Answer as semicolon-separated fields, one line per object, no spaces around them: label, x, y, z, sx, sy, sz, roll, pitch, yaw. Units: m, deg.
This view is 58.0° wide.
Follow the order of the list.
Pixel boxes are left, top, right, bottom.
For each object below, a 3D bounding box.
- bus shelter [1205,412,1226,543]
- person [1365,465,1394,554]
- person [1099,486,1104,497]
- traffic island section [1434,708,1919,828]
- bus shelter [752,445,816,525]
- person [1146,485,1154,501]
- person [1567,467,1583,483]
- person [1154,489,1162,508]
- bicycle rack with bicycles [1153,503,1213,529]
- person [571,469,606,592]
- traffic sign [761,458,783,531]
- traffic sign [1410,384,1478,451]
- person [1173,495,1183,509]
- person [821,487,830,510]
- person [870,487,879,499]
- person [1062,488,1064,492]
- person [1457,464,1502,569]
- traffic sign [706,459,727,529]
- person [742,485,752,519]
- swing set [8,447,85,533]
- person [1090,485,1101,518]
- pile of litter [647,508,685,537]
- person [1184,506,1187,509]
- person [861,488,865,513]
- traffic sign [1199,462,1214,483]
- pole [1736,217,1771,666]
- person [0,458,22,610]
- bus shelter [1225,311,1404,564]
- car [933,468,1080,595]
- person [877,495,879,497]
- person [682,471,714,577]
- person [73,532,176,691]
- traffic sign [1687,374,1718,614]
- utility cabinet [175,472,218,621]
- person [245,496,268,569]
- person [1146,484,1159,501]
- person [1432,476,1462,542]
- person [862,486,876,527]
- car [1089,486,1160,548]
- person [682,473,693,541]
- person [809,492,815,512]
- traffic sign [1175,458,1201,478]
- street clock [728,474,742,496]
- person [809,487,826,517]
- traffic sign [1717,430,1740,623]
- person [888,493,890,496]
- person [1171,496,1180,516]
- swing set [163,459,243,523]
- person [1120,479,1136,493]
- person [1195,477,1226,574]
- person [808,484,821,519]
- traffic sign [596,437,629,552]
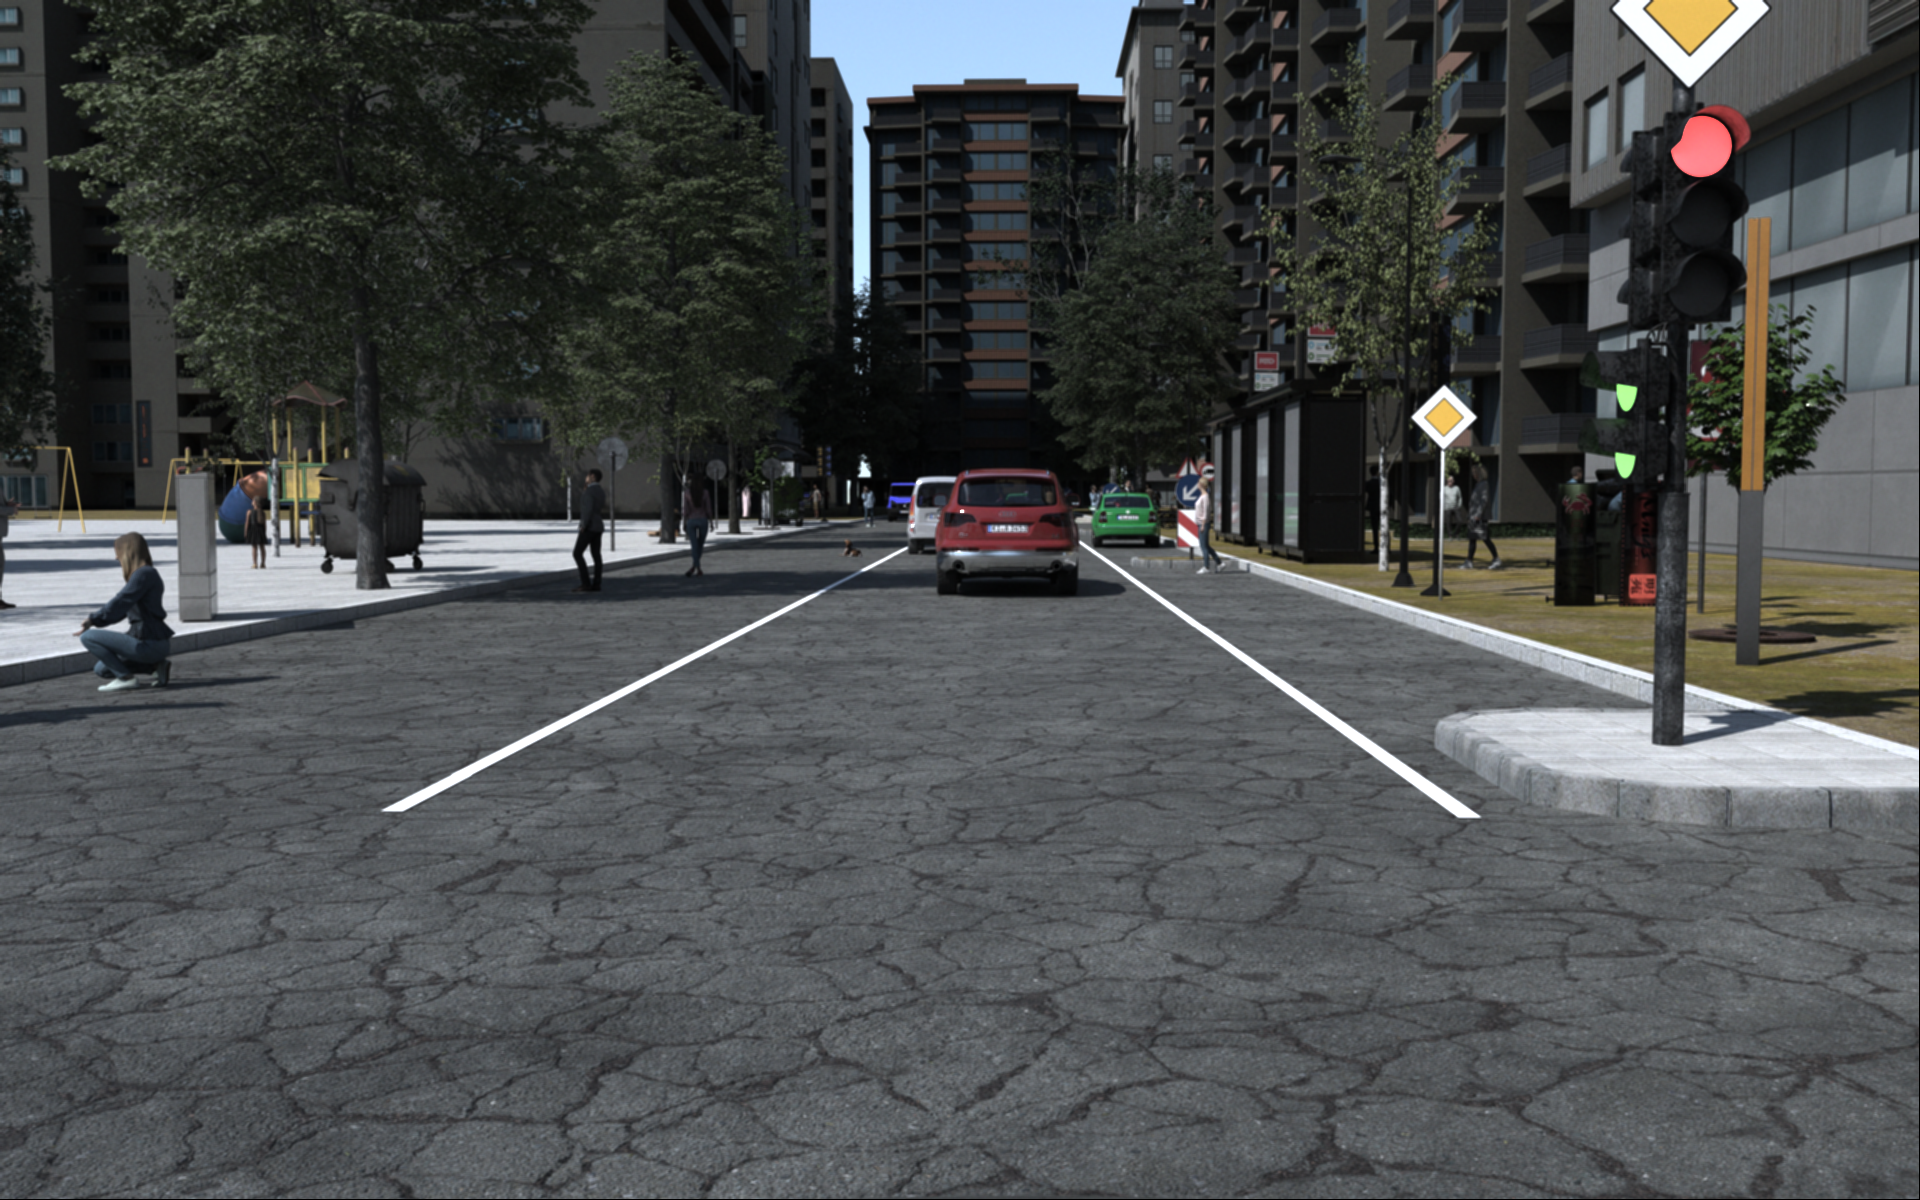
bus shelter;7.805;-4.190;46.143;2.179;5.291;8.768;0;4;2
person;8.982;-1.947;37.245;0.648;1.900;0.474;0;4;2
person;5.940;-3.786;70.753;0.532;1.782;0.716;0;4;-6
traffic island section;3.652;0.819;8.885;2.009;0.180;2.903;0;4;2
bus shelter;-7.492;-4.903;74.082;2.014;3.302;5.546;0;4;2
person;11.051;-5.882;102.301;1.350;1.814;0.705;-3;5;-42
person;11.171;-1.550;31.725;0.444;1.785;0.601;0;4;2
person;17.910;-9.195;156.932;0.434;1.755;0.990;-2;4;-32
bicycle rack with bicycles;8.712;-3.308;67.464;2.852;0.926;2.925;-2;4;-31
person;-5.467;-1.030;25.514;0.473;1.802;0.592;2;4;28
traffic sign;-6.593;-3.709;60.750;0.768;2.556;0.104;0;4;7
traffic sign;5.807;-1.286;20.761;0.795;2.593;0.064;0;4;5
person;11.112;-4.832;85.776;1.217;1.736;0.721;0;4;-6
person;-10.677;-8.068;137.886;0.705;1.831;1.348;-2;4;-35
person;-7.155;-8.174;139.644;1.348;1.831;0.705;1;4;18
person;5.478;-5.151;93.384;0.621;1.740;0.551;1;4;8
person;8.962;-1.439;29.755;0.728;1.800;0.709;0;4;6
traffic sign;-8.953;-3.885;63.630;0.768;2.556;0.104;0;4;4
person;-10.804;-4.965;87.884;0.551;1.740;0.621;0;4;3
swing set;-30.756;-3.641;57.151;3.119;2.851;2.862;-3;5;-43
person;5.334;-3.620;67.946;0.793;1.790;0.793;1;4;20
pile of litter;-8.887;-2.348;52.361;1.176;0.858;1.719;0;4;-4
person;9.587;-4.005;72.531;0.512;1.701;0.522;0;4;-4
person;-6.500;-6.861;118.910;0.721;1.739;1.217;-2;4;-29
traffic sign;9.938;-4.231;69.290;0.768;2.556;0.104;0;4;6
pole;5.928;-1.168;12.936;0.158;3.312;0.155;0;3;0
person;-10.694;-0.797;19.275;0.606;1.804;0.583;3;5;42
bus shelter;7.191;-3.555;35.752;2.179;5.291;8.768;0;4;2
car;0.705;-1.072;26.209;2.281;1.827;5.304;0;4;1
person;-8.145;-9.478;161.030;1.348;1.821;0.705;1;4;12
person;-4.519;-1.310;29.930;0.555;1.821;0.388;-1;4;-22
person;-6.175;0.082;12.653;0.738;1.151;1.012;-1;4;-11
traffic sign;7.935;-1.130;18.486;0.884;2.594;0.081;0;4;3
utility cabinet;-7.860;-0.559;17.823;0.318;1.500;1.173;-1;4;-20
person;-12.103;-1.165;29.765;0.362;1.253;0.373;-3;5;-39
person;10.127;-5.313;92.928;1.348;1.823;0.705;-2;4;-27
person;13.185;-2.465;46.830;0.782;1.767;0.515;0;4;5
person;-4.007;-4.114;76.023;0.793;1.790;0.793;2;4;35
car;4.527;-2.374;47.615;1.959;1.807;4.718;0;4;3
person;-7.391;-2.568;47.833;0.447;1.846;0.655;1;4;11
person;-10.820;-7.213;127.199;0.991;1.433;0.599;1;4;10
traffic sign;7.600;-3.528;57.684;0.884;2.594;0.081;0;4;7
street clock;-7.955;-3.469;61.288;0.358;2.002;0.471;3;5;43
person;-8.112;-5.580;98.096;1.217;1.723;0.721;-3;4;-37
traffic sign;7.754;-1.042;17.144;0.768;2.556;0.104;1;4;9
person;-5.709;-8.655;147.569;1.348;1.823;0.705;0;4;1
person;12.946;-5.869;102.729;0.721;1.735;1.217;-2;4;-31
swing set;-33.645;-4.894;77.629;3.119;2.851;2.862;0;4;-5
person;5.367;-2.906;55.372;0.474;1.900;0.648;2;4;28
person;4.499;-1.345;31.167;0.598;1.740;0.731;0;4;-5
person;-7.491;-5.130;89.923;0.705;1.824;1.348;-2;4;-30
traffic sign;-7.752;-2.354;38.598;0.768;2.556;0.104;1;4;10
